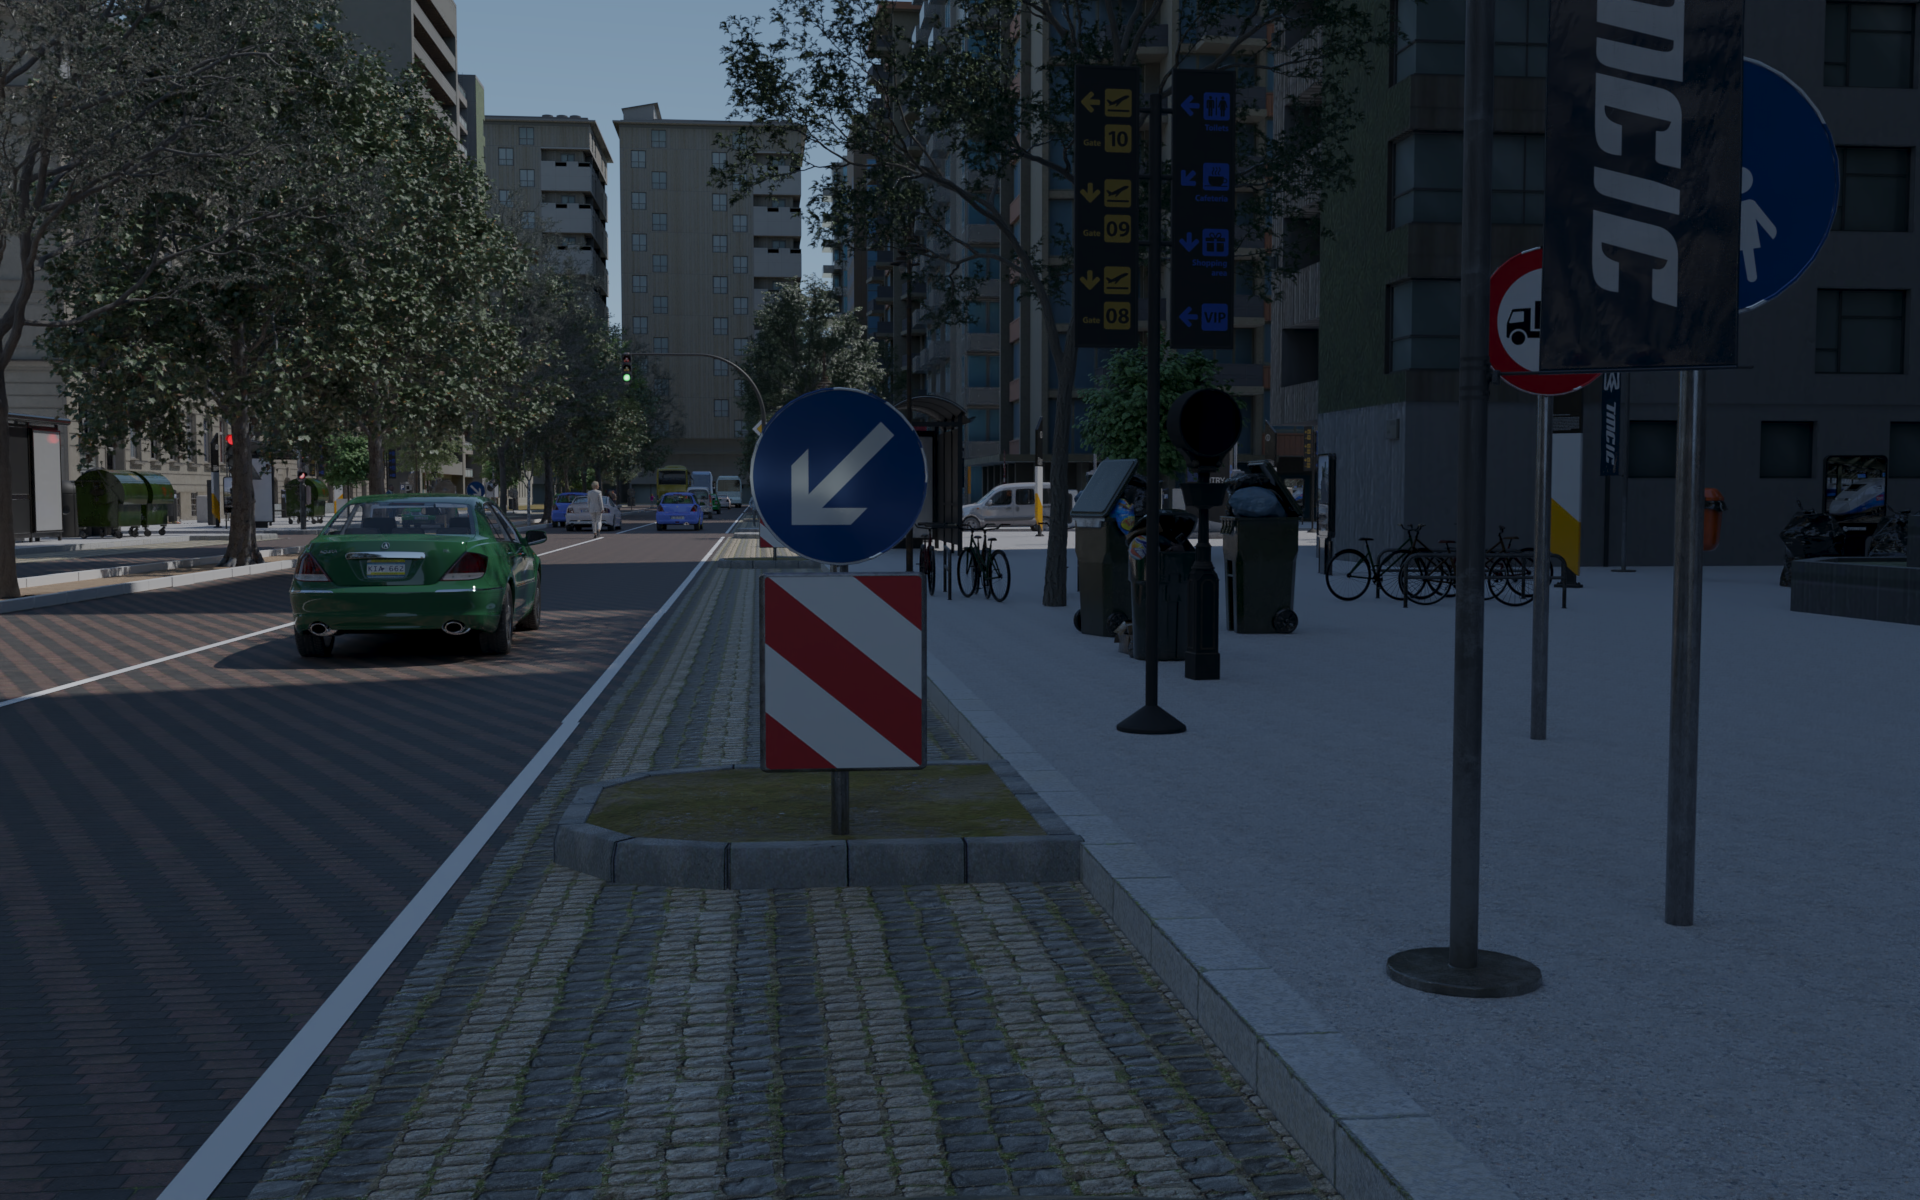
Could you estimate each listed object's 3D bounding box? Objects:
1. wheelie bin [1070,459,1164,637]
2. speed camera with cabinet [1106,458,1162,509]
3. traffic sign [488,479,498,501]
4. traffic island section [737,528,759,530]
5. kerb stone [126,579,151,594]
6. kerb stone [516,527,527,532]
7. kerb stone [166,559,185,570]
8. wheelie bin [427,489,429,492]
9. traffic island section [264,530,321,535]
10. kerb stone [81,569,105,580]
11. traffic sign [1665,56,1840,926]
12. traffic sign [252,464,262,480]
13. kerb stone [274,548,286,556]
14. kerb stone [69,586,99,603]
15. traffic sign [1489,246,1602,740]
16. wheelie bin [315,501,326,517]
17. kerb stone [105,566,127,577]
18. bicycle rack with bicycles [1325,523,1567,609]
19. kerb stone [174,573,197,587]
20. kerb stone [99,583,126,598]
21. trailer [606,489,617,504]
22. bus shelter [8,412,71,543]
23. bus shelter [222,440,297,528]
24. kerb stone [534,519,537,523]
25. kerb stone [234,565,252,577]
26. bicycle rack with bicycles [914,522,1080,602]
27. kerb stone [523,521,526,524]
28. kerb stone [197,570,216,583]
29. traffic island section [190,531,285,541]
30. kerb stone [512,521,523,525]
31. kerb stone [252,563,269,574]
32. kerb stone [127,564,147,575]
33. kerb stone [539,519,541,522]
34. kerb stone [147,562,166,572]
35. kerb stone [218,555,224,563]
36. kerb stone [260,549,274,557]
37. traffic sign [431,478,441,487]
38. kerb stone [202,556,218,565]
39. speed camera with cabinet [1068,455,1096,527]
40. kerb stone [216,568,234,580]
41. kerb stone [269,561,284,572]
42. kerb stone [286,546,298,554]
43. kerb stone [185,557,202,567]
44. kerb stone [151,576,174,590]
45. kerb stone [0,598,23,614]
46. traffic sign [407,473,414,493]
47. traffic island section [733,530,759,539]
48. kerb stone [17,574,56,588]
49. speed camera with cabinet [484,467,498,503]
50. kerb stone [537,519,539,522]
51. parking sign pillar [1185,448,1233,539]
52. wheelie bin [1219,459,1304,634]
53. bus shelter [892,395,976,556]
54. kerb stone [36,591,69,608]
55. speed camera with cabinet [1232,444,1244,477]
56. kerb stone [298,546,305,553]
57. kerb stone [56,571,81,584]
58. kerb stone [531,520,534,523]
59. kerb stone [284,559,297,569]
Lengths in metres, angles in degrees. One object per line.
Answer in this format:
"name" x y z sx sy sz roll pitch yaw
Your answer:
"wheelie bin" 1.435 -0.483 15.812 0.693 1.594 0.980 -2 4 -26
"speed camera with cabinet" 4.153 -2.884 41.482 0.660 3.252 2.038 2 4 32
"traffic sign" -32.596 -7.333 121.075 0.795 2.450 0.064 0 4 1
"traffic island section" -7.284 -2.577 64.418 2.009 0.180 2.903 0 4 -7
"kerb stone" -12.036 -0.183 25.187 0.120 0.150 1.000 0 4 -7
"kerb stone" -16.828 -2.705 66.430 0.120 0.150 1.000 0 4 -7
"kerb stone" -15.056 -0.656 33.013 0.120 0.150 1.000 0 4 -7
"wheelie bin" -34.838 -6.515 114.424 0.980 1.594 0.693 -1 4 -8
"traffic island section" -23.716 -2.461 62.521 2.009 0.180 2.903 0 4 -7
"kerb stone" -14.587 -0.412 28.938 0.120 0.150 1.000 0 4 -7
"traffic sign" 2.151 -0.305 5.101 0.768 2.556 0.104 0 4 2
"traffic sign" -26.543 -3.957 64.706 0.884 2.594 0.081 0 4 -6
"kerb stone" -15.890 -1.095 40.149 0.120 0.150 1.000 0 4 -7
"kerb stone" -11.798 -0.058 23.148 0.120 0.150 1.000 0 4 -7
"traffic sign" 3.029 -0.544 8.993 0.768 2.556 0.104 0 3 0
"wheelie bin" -35.832 -5.438 96.827 0.980 1.594 0.693 -3 5 -42
"kerb stone" -14.705 -0.472 29.954 0.120 0.150 1.000 0 4 -7
"bicycle rack with bicycles" 5.808 -0.434 20.483 2.925 0.926 2.852 0 4 5
"kerb stone" -12.268 -0.308 27.226 0.120 0.150 1.000 0 4 -7
"kerb stone" -11.918 -0.120 24.163 0.120 0.150 1.000 0 4 -7
"trailer" -38.926 -11.398 193.409 1.471 1.999 3.904 0 4 -6
"bus shelter" -25.068 -4.013 43.245 2.179 5.291 8.768 0 4 -6
"bus shelter" -26.972 -4.518 67.787 2.014 3.302 5.546 0 4 -6
"kerb stone" -21.164 -3.870 85.554 0.120 0.150 1.000 0 4 -7
"kerb stone" -12.631 -0.495 30.286 0.120 0.150 1.000 0 4 -7
"bicycle rack with bicycles" 0.595 -0.507 21.675 2.852 0.926 2.925 0 4 -1
"kerb stone" -20.687 -3.627 81.492 0.120 0.150 1.000 0 4 -7
"kerb stone" -12.393 -0.370 28.246 0.120 0.150 1.000 0 4 -7
"traffic island section" -22.795 -1.976 54.589 2.009 0.180 2.903 0 4 -7
"kerb stone" -20.570 -3.562 80.472 0.120 0.150 1.000 0 4 -7
"kerb stone" -12.744 -0.557 31.310 0.120 0.150 1.000 0 4 -7
"kerb stone" -14.820 -0.535 30.977 0.120 0.150 1.000 0 4 -7
"kerb stone" -21.399 -3.998 87.584 0.120 0.150 1.000 0 4 -7
"kerb stone" -14.945 -0.594 31.992 0.120 0.150 1.000 0 4 -7
"kerb stone" -15.418 -0.845 36.077 0.120 0.150 1.000 0 4 -7
"kerb stone" -15.771 -1.036 39.134 0.120 0.150 1.000 0 4 -7
"traffic sign" -32.800 -6.507 108.511 0.606 2.300 0.079 0 4 -3
"kerb stone" -15.294 -0.786 35.051 0.120 0.150 1.000 0 4 -7
"speed camera with cabinet" 4.633 -4.507 68.030 2.038 3.252 0.660 0 4 -2
"kerb stone" -12.516 -0.432 29.262 0.120 0.150 1.000 0 4 -7
"kerb stone" -12.867 -0.620 32.324 0.120 0.150 1.000 0 4 -7
"kerb stone" -16.005 -1.161 41.172 0.120 0.150 1.000 0 4 -7
"kerb stone" -15.175 -0.724 34.036 0.120 0.150 1.000 0 4 -7
"kerb stone" -12.163 -0.244 26.210 0.120 0.150 1.000 0 4 -7
"kerb stone" -11.567 0.072 21.110 0.120 0.150 1.000 0 4 -7
"traffic sign" -32.853 -6.367 104.201 0.768 2.556 0.104 0 4 -4
"traffic island section" -6.363 -2.092 56.486 2.009 0.180 2.903 0 4 -7
"kerb stone" -14.350 -0.284 26.908 0.120 0.150 1.000 0 4 -7
"speed camera with cabinet" -34.465 -8.007 125.250 2.038 3.252 0.660 1 4 12
"kerb stone" -21.281 -3.934 86.569 0.120 0.150 1.000 0 4 -7
"parking sign pillar" 7.199 -3.767 50.070 1.447 3.967 1.447 1 4 21
"wheelie bin" 2.777 -0.499 16.068 0.693 1.594 0.980 0 4 -5
"bus shelter" -0.982 -2.703 38.114 2.014 3.302 5.546 0 4 -6
"kerb stone" -11.681 0.009 22.133 0.120 0.150 1.000 0 4 -7
"speed camera with cabinet" 11.131 -4.378 65.919 2.038 3.252 0.660 0 4 -1
"kerb stone" -16.132 -1.223 42.196 0.120 0.150 1.000 0 4 -7
"kerb stone" -14.476 -0.350 27.922 0.120 0.150 1.000 0 4 -7
"kerb stone" -21.056 -3.813 84.537 0.120 0.150 1.000 0 4 -7
"kerb stone" -12.985 -0.682 33.340 0.120 0.150 1.000 0 4 -7
